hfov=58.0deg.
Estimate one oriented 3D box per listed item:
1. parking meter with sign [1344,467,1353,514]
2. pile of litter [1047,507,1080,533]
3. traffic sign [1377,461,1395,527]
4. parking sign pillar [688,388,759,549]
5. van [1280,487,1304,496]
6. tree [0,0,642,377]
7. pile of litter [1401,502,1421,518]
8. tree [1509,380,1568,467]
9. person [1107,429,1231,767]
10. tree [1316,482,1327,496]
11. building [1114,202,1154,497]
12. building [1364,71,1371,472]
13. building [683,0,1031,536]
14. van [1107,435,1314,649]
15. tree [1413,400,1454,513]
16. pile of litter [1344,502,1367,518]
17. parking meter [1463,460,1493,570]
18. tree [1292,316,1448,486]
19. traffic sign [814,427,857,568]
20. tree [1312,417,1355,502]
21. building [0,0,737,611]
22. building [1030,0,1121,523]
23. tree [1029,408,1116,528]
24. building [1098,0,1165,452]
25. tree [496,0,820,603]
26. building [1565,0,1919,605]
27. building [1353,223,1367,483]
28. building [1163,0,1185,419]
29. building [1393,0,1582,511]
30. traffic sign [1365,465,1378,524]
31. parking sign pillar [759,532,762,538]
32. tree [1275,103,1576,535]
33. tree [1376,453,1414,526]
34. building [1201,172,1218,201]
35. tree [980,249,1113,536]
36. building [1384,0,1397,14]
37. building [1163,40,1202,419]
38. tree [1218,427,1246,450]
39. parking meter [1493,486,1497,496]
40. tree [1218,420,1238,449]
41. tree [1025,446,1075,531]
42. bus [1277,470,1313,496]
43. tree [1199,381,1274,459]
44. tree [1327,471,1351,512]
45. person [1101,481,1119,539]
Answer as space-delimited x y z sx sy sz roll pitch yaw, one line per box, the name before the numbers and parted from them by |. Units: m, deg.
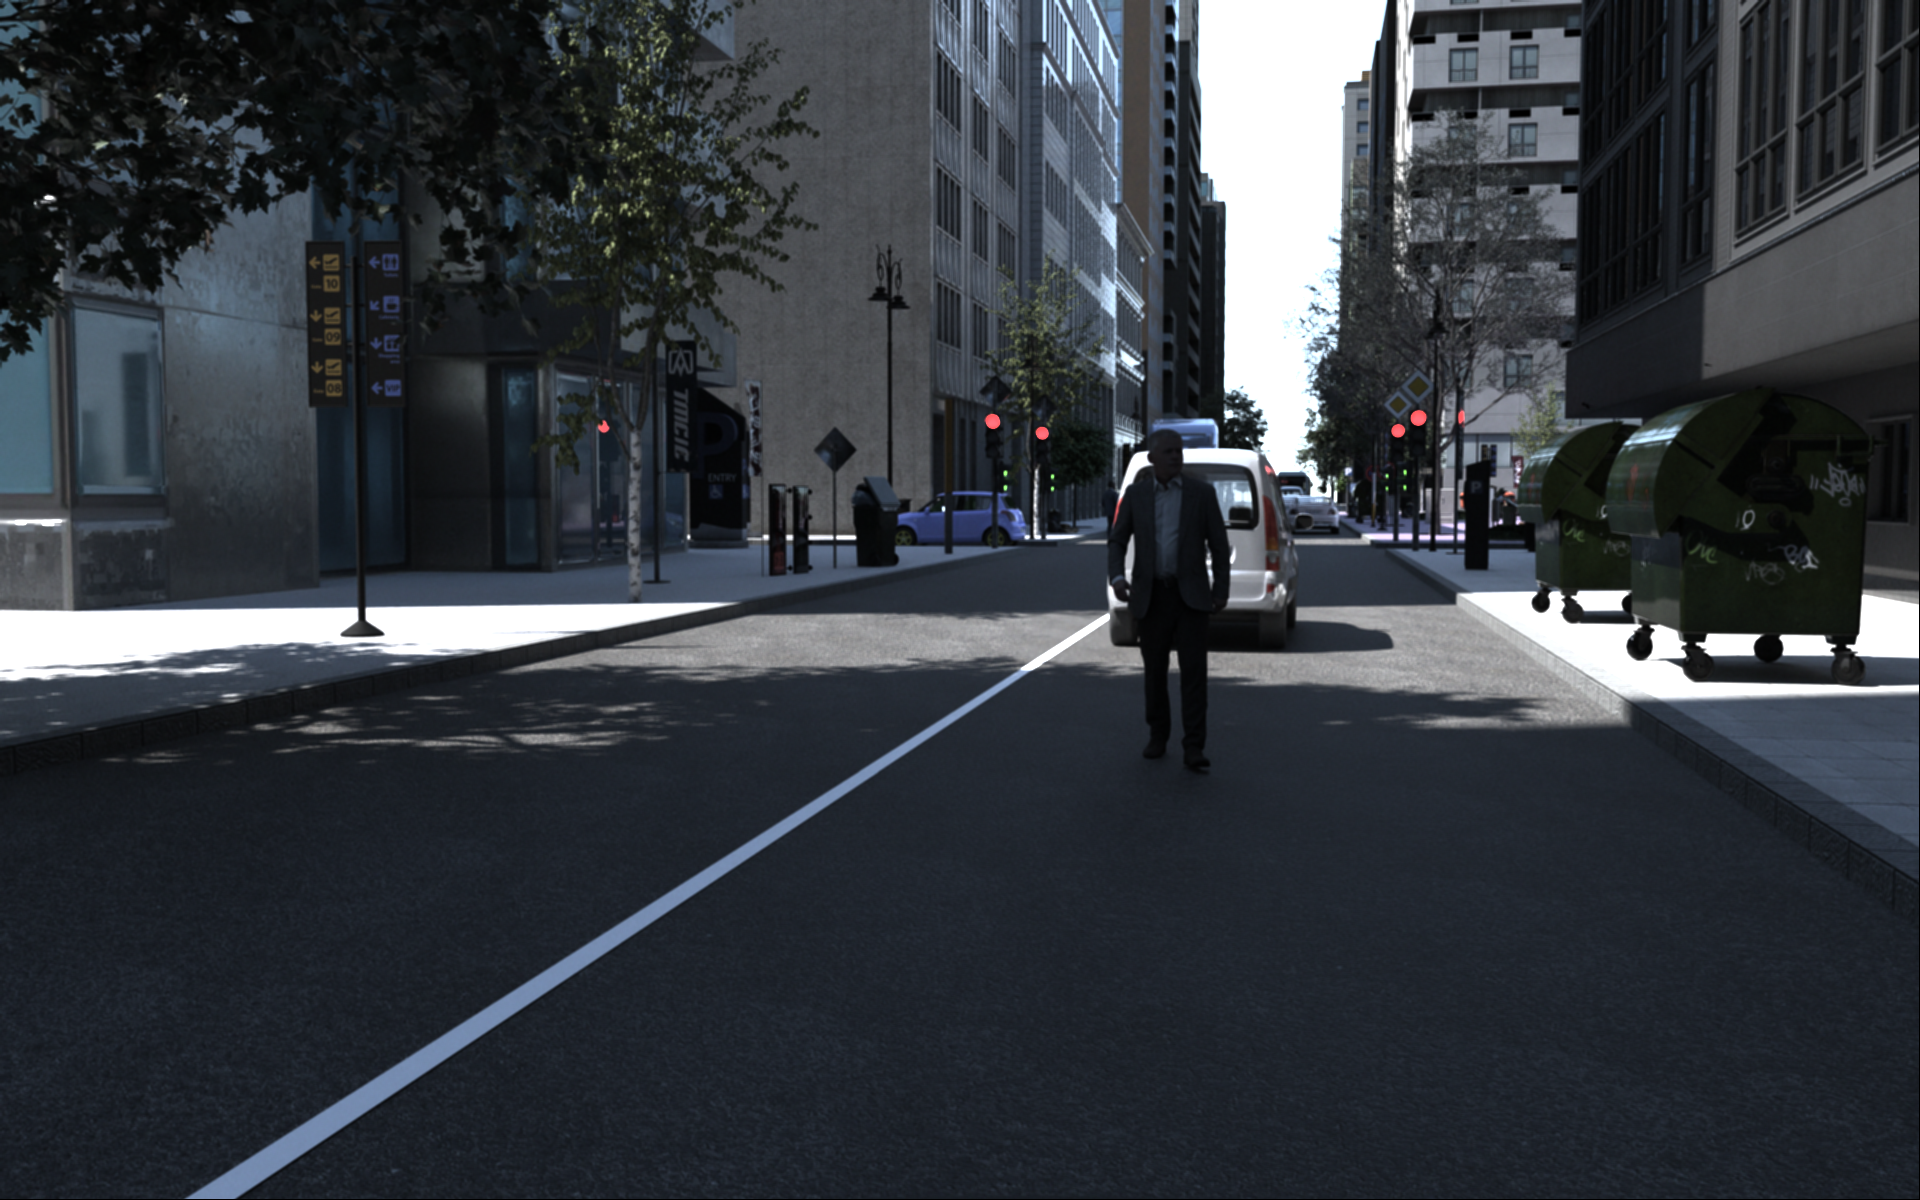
parking meter with sign | 25.760 -7.212 114.184 0.543 3.016 1.738 2 4 24
pile of litter | 3.381 -2.646 57.226 1.176 0.858 1.719 1 4 18
traffic sign | 16.378 -4.061 66.510 0.768 2.556 0.104 1 4 12
parking sign pillar | -5.758 -3.225 41.198 1.447 3.967 1.447 1 4 9
van | 18.890 -5.619 98.886 2.013 2.044 4.112 1 4 12
tree | -6.551 -5.642 9.259 9.611 12.733 9.660 0 3 0
pile of litter | 24.115 -4.763 91.847 1.719 0.858 1.176 -2 4 -24
tree | 37.166 -9.806 110.694 4.737 8.622 4.395 0 3 0
person | 1.120 -0.018 9.193 0.661 1.777 0.834 0 4 0
tree | 47.059 -14.032 224.024 1.663 3.219 1.824 0 3 0
building | 5.819 -16.874 112.042 11.583 22.565 21.152 1 4 11
building | 46.684 -31.644 167.488 14.600 45.320 14.200 1 4 11
building | -4.894 -14.975 62.860 12.078 24.808 19.932 1 4 11
van | 2.542 -0.645 17.561 2.013 2.044 4.112 1 4 13
tree | 30.369 -10.041 114.534 4.360 8.622 3.978 0 3 0
pile of litter | 21.246 -4.833 92.981 1.176 0.858 1.719 0 4 7
parking meter | 8.791 -1.454 29.491 0.399 1.863 0.255 2 4 28
tree | 25.337 -11.621 107.009 9.611 12.733 9.660 0 3 0
traffic sign | -2.155 -1.751 29.819 0.795 2.450 0.064 1 4 18
tree | 33.562 -12.546 155.495 4.360 8.622 3.978 0 3 0
building | -20.294 -25.073 29.552 30.456 49.044 23.786 1 4 11
building | 0.943 -18.922 86.863 11.434 29.767 29.804 1 4 11
tree | 4.306 -5.054 66.341 4.285 4.588 4.351 0 3 0
building | 7.945 -29.405 130.888 14.600 45.320 14.200 1 4 11
tree | -3.799 -4.291 20.527 4.737 8.622 4.395 0 3 0
building | 17.046 -13.977 22.030 14.314 27.812 24.014 1 4 11
building | 48.873 -25.167 183.188 14.160 30.474 14.107 1 4 11
building | 9.172 -51.358 152.373 22.319 86.520 31.000 1 4 11
building | 47.413 -33.163 131.451 28.713 52.752 27.495 1 4 11
traffic sign | 17.872 -4.563 74.705 0.768 2.556 0.104 1 4 19
parking sign pillar | -6.478 -3.795 50.515 1.447 3.967 1.447 -1 4 -21
tree | 15.026 -8.778 53.884 12.009 13.543 11.850 0 3 0
tree | 17.517 -4.594 69.706 1.663 3.219 1.824 0 3 0
building | 27.995 -39.093 258.773 23.786 49.044 30.456 1 4 11
tree | 2.459 -6.283 53.085 4.737 8.622 4.395 0 3 0
building | 44.309 -30.789 153.510 14.600 45.320 14.200 1 4 11
building | 13.770 -34.071 180.757 21.300 48.544 21.600 1 4 11
tree | 28.478 -14.375 185.399 4.737 8.622 4.395 0 3 0
parking meter | 34.449 -6.492 111.861 0.399 1.863 0.255 3 4 36
tree | 25.668 -13.536 171.682 4.360 8.622 3.978 0 3 0
tree | 3.095 -4.044 60.717 1.663 3.219 1.824 0 3 0
bus | 28.061 -9.210 145.443 2.948 3.499 13.247 1 4 13
tree | 30.356 -17.630 194.897 9.857 13.997 8.962 0 3 0
tree | 27.882 -7.991 125.250 1.663 3.219 1.824 0 3 0
person | 4.279 -2.432 48.444 0.721 1.800 0.419 3 5 41
